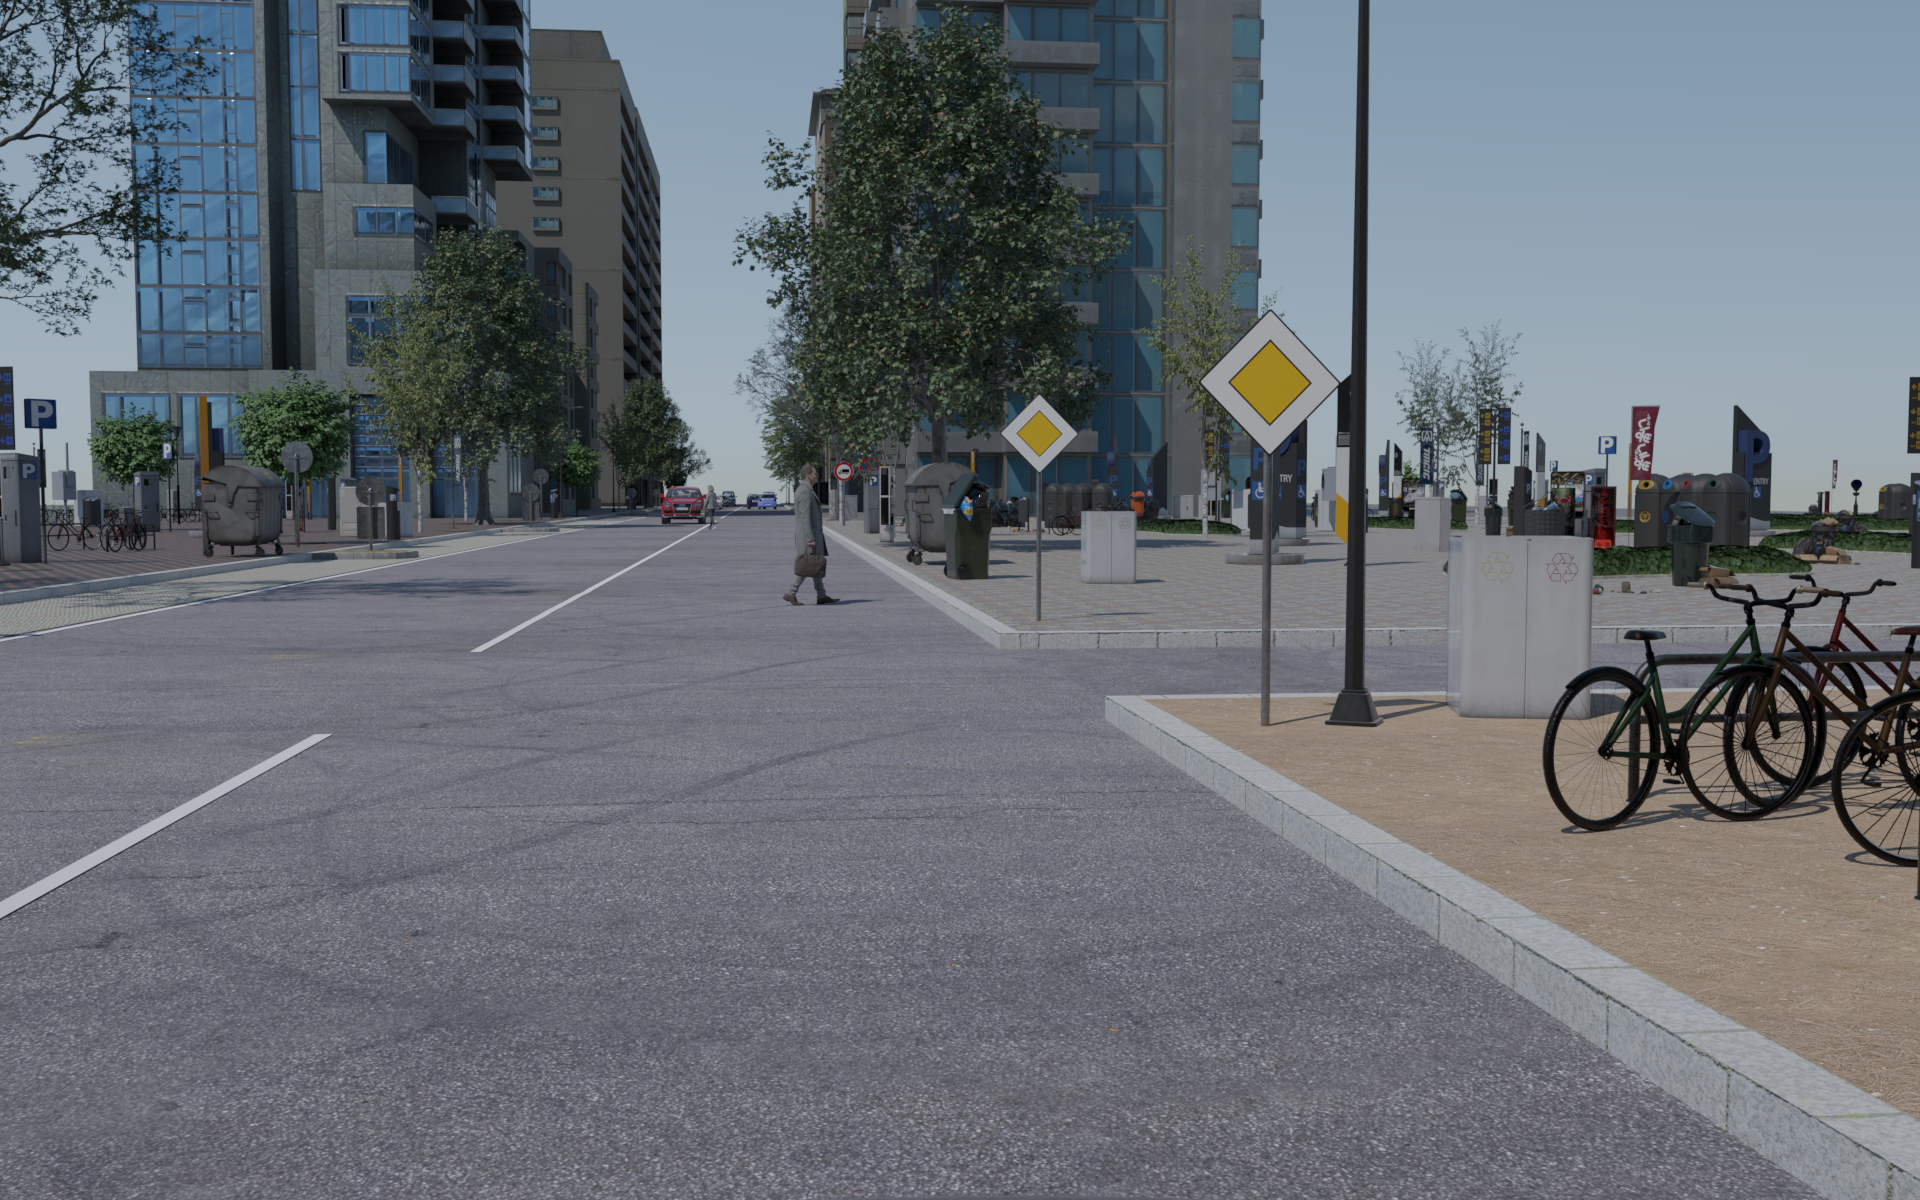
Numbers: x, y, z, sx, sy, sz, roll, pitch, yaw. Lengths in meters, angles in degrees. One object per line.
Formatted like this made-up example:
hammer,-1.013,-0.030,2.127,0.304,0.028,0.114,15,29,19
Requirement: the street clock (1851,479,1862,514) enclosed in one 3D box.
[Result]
street clock,43.963,-4.918,84.980,0.471,2.002,0.358,1,4,11

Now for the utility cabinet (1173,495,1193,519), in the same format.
utility cabinet,11.613,-4.827,90.075,1.020,1.237,0.306,-1,4,-10

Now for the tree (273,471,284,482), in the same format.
tree,-27.802,-4.578,69.449,1.663,3.219,1.824,0,3,0

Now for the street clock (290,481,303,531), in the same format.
street clock,-22.739,-3.354,59.403,0.471,2.002,0.358,-2,4,-32

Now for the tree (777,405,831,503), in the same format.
tree,-10.670,-10.484,121.779,4.737,8.622,4.395,0,3,0

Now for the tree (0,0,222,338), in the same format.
tree,-13.665,-5.353,21.939,8.767,10.594,7.601,-1,4,-15

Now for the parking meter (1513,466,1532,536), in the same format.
parking meter,11.751,-1.864,36.183,0.255,1.863,0.399,3,5,43

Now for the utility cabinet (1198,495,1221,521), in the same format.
utility cabinet,11.654,-4.259,80.803,1.020,1.237,0.306,1,4,19

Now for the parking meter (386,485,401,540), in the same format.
parking meter,-15.879,-2.453,48.520,0.372,1.533,0.369,0,3,0

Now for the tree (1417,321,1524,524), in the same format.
tree,21.942,-7.529,73.464,4.360,8.622,3.978,0,3,0

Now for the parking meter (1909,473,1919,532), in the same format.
parking meter,26.079,-2.534,47.150,0.399,1.863,0.255,-2,4,-26

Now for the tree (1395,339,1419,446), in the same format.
tree,22.355,-8.036,81.748,4.360,8.622,3.978,0,3,0

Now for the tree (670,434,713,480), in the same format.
tree,-39.129,-19.067,246.160,8.767,10.594,7.601,0,4,-3

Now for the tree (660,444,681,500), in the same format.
tree,-31.603,-14.229,183.004,4.737,8.622,4.395,0,3,0

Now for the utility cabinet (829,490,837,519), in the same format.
utility cabinet,-6.419,-4.897,88.741,0.318,1.500,1.173,1,4,11

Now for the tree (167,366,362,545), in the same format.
tree,-17.033,-3.720,44.535,4.285,4.588,4.351,0,3,0

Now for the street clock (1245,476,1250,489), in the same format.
street clock,11.754,-3.998,69.931,0.471,2.002,0.358,0,4,4

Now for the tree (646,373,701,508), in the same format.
tree,-29.559,-15.145,164.627,9.611,12.733,9.660,0,3,0

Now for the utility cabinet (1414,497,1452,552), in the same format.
utility cabinet,10.618,-1.697,38.902,0.306,1.237,1.020,-1,4,-18

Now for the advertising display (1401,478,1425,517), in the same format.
advertising display,17.840,-3.852,68.201,0.974,1.923,0.123,-1,4,-15

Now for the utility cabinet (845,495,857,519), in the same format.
utility cabinet,-5.878,-4.853,90.514,1.020,1.237,0.306,-2,4,-30

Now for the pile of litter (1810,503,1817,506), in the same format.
pile of litter,38.914,-3.952,78.578,1.719,0.858,1.176,0,4,6

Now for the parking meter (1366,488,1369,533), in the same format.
parking meter,13.247,-2.973,57.012,0.372,1.533,0.369,0,3,0

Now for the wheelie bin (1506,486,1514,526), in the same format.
wheelie bin,22.439,-3.776,69.653,0.693,1.594,0.980,-3,4,-38

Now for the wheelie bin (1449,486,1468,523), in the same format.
wheelie bin,19.279,-3.612,66.960,0.693,1.594,0.980,1,4,18

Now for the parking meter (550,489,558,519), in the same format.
parking meter,-21.305,-5.045,90.900,0.372,1.533,0.369,0,3,0

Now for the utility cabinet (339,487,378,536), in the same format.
utility cabinet,-18.094,-2.661,52.185,1.173,1.500,0.318,1,4,15

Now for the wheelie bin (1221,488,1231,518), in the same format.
wheelie bin,14.282,-5.179,92.577,0.693,1.594,0.980,-1,4,-12

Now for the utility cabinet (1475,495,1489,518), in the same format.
utility cabinet,28.151,-4.996,92.843,1.020,1.237,0.306,0,4,5

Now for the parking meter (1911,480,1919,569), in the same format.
parking meter,16.623,-1.311,29.846,0.372,1.533,0.369,0,3,0

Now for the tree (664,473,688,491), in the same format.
tree,-35.289,-14.105,214.329,4.285,4.588,4.351,0,3,0

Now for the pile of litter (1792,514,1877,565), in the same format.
pile of litter,15.930,-1.105,32.035,1.176,0.858,1.719,-2,4,-30

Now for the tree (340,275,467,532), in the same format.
tree,-18.183,-6.552,57.482,4.737,8.622,4.395,0,3,0

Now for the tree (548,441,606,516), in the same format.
tree,-22.324,-7.185,101.183,4.285,4.588,4.351,0,3,0

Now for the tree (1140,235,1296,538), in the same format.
tree,7.372,-6.099,50.077,4.737,8.622,4.395,0,3,0

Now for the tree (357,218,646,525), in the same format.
tree,-20.047,-9.504,72.405,9.611,12.733,9.660,0,3,0

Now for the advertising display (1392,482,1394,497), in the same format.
advertising display,23.479,-5.381,93.189,0.123,1.923,0.974,3,4,36

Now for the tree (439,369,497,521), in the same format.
tree,-23.455,-8.040,81.816,4.360,8.622,3.978,0,3,0

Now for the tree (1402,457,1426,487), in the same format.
tree,23.037,-5.778,89.065,1.663,3.219,1.824,0,3,0

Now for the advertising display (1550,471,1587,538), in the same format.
advertising display,17.050,-2.653,48.591,0.974,1.923,0.123,3,4,39

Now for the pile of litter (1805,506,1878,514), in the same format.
pile of litter,25.151,-2.150,49.116,1.176,0.858,1.719,-3,4,-38

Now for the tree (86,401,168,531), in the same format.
tree,-29.225,-4.751,61.385,4.285,4.588,4.351,0,3,0

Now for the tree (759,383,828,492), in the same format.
tree,-16.762,-15.740,175.477,7.486,12.596,7.792,0,3,0

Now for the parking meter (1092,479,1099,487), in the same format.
parking meter,5.331,-3.824,68.237,0.255,1.863,0.399,0,4,1

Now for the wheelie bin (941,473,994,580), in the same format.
wheelie bin,0.120,-1.119,26.204,0.693,1.594,0.980,-1,4,-20

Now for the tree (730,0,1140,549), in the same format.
tree,-0.503,-7.550,40.449,9.611,12.733,9.660,0,3,0

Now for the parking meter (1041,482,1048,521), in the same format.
parking meter,4.228,-4.976,87.069,0.399,1.863,0.255,-3,5,-44

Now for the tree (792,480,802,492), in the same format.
tree,-18.301,-12.356,196.618,1.663,3.219,1.824,0,3,0

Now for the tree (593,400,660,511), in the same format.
tree,-25.985,-11.172,133.025,4.737,8.622,4.395,0,3,0

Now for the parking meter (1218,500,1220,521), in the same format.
parking meter,10.137,-3.696,68.840,0.372,1.533,0.369,0,3,0

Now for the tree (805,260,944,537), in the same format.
tree,-1.887,-6.181,51.419,4.360,8.622,3.978,0,3,0

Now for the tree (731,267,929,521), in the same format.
tree,-5.742,-10.591,83.538,12.009,13.543,11.850,0,3,0

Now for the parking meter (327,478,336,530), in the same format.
parking meter,-22.422,-3.429,61.782,0.255,1.863,0.399,-2,4,-26

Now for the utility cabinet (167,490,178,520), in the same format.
utility cabinet,-39.270,-4.758,86.472,0.318,1.500,1.173,-1,4,-11
